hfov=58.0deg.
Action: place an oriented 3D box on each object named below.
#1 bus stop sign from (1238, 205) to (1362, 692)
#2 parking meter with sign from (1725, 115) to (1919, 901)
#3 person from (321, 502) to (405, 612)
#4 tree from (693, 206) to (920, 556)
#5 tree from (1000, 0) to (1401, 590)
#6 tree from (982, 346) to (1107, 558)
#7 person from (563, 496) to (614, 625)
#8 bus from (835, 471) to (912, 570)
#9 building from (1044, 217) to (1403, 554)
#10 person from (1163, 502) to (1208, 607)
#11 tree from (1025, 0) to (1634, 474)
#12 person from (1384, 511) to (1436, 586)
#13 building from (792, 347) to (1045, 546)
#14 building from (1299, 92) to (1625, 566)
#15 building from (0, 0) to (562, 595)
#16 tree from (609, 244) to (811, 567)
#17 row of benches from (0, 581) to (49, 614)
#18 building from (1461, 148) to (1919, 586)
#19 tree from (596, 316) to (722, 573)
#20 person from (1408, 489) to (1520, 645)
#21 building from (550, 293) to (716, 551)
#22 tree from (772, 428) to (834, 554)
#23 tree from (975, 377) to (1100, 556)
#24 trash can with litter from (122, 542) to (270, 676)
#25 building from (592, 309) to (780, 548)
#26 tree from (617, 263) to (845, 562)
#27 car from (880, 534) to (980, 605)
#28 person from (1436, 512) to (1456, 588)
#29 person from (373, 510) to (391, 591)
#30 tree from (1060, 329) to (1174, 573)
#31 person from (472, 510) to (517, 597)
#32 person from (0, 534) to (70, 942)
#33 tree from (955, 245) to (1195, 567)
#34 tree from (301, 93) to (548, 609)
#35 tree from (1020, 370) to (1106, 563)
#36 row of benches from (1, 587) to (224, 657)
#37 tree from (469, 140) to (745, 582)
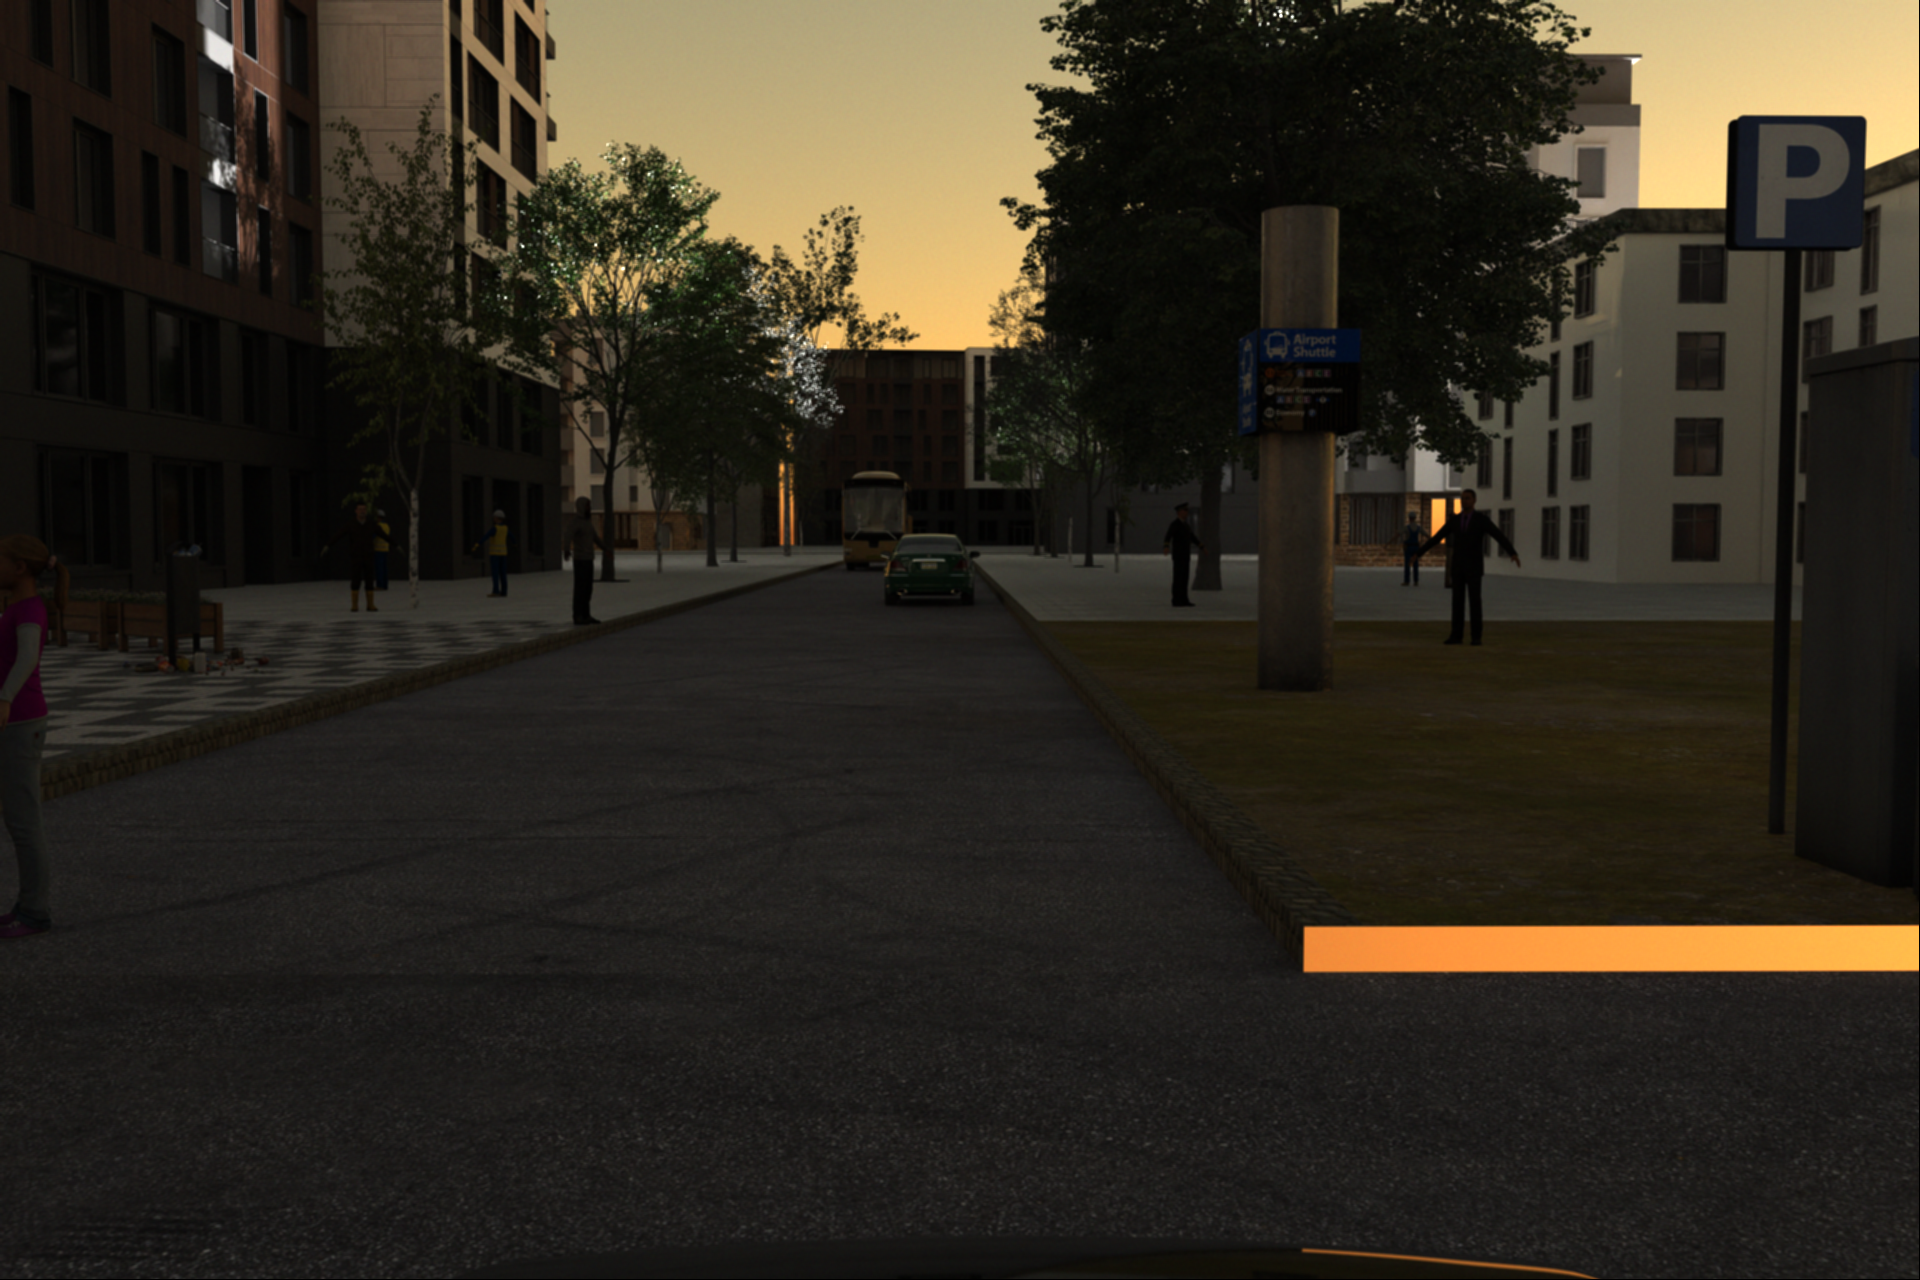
[{"bbox_3d":[2.776,-1.543,14.250,0.837,3.901,0.837,0,4,-1],"label":"bus stop sign"},{"bbox_3d":[3.521,-0.627,6.510,0.543,3.016,1.738,0,4,-1],"label":"parking meter with sign"},{"bbox_3d":[-9.913,-1.382,28.737,1.346,1.812,0.704,-2,4,-29],"label":"person"},{"bbox_3d":[-8.580,-14.868,98.987,12.611,20.169,13.585,0,3,0],"label":"tree"},{"bbox_3d":[5.687,-8.119,39.405,9.857,13.997,8.962,0,3,0],"label":"tree"},{"bbox_3d":[5.040,-10.270,93.669,9.928,11.665,9.643,0,3,0],"label":"tree"},{"bbox_3d":[-5.326,-1.131,24.613,0.705,1.813,1.348,1,4,16],"label":"person"},{"bbox_3d":[-3.342,-4.904,71.723,2.896,3.916,12.252,0,4,-1],"label":"bus"},{"bbox_3d":[19.976,-17.297,126.788,27.936,21.610,32.646,0,4,0],"label":"building"},{"bbox_3d":[3.944,-1.512,30.652,0.705,1.837,1.347,3,5,40],"label":"person"},{"bbox_3d":[5.822,-7.411,27.818,9.857,13.997,8.962,0,3,0],"label":"tree"},{"bbox_3d":[11.190,-2.269,42.952,1.347,1.847,0.705,0,4,-8],"label":"person"},{"bbox_3d":[-2.867,-21.732,201.742,32.646,21.610,27.936,0,4,-7],"label":"building"},{"bbox_3d":[20.373,-13.711,80.594,16.016,20.090,11.380,0,4,-1],"label":"building"},{"bbox_3d":[-27.904,-12.289,44.894,27.936,21.610,32.646,0,4,-1],"label":"building"},{"bbox_3d":[-9.706,-9.143,67.620,7.486,12.596,7.792,0,3,0],"label":"tree"},{"bbox_3d":[-14.048,-0.457,22.927,1.422,0.672,4.104,1,4,22],"label":"row of benches"},{"bbox_3d":[21.558,-6.288,44.955,9.099,9.664,28.070,0,4,0],"label":"building"},{"bbox_3d":[-9.923,-6.525,57.049,4.360,8.622,3.978,0,3,0],"label":"tree"},{"bbox_3d":[5.869,-0.848,20.083,1.346,1.802,0.704,3,5,40],"label":"person"},{"bbox_3d":[-25.867,-17.084,135.741,16.016,20.090,11.380,0,4,0],"label":"building"},{"bbox_3d":[-10.186,-9.823,110.973,4.360,8.622,3.978,0,3,0],"label":"tree"},{"bbox_3d":[4.686,-10.844,103.052,9.928,11.665,9.643,0,3,0],"label":"tree"},{"bbox_3d":[-7.223,-0.348,16.748,1.678,1.210,2.233,0,4,1],"label":"trash can with litter"},{"bbox_3d":[-28.026,-20.828,171.468,19.493,23.208,18.063,0,4,-1],"label":"building"},{"bbox_3d":[-10.319,-10.307,78.889,12.009,13.543,11.850,0,3,0],"label":"tree"},{"bbox_3d":[-0.627,-1.498,36.296,2.131,1.459,4.920,0,4,-1],"label":"car"},{"bbox_3d":[11.716,-2.133,41.144,1.348,1.796,0.705,-2,4,-35],"label":"person"},{"bbox_3d":[-13.197,-2.042,39.350,0.705,1.833,1.349,0,4,6],"label":"person"},{"bbox_3d":[5.455,-6.542,57.322,4.737,8.622,4.395,0,3,0],"label":"tree"},{"bbox_3d":[-9.491,-1.771,35.413,0.721,1.772,1.216,2,4,30],"label":"person"},{"bbox_3d":[-3.428,0.338,6.196,0.599,1.433,0.991,-2,4,-29],"label":"person"},{"bbox_3d":[5.122,-9.592,67.192,12.009,13.543,11.850,0,3,0],"label":"tree"},{"bbox_3d":[-9.358,-4.861,29.833,4.737,8.622,4.395,0,3,0],"label":"tree"},{"bbox_3d":[5.007,-7.785,77.647,4.360,8.622,3.978,0,3,0],"label":"tree"},{"bbox_3d":[-9.576,-0.248,19.519,4.104,0.672,1.422,3,4,39],"label":"row of benches"},{"bbox_3d":[-9.299,-7.359,46.081,9.928,11.665,9.643,0,3,0],"label":"tree"}]
